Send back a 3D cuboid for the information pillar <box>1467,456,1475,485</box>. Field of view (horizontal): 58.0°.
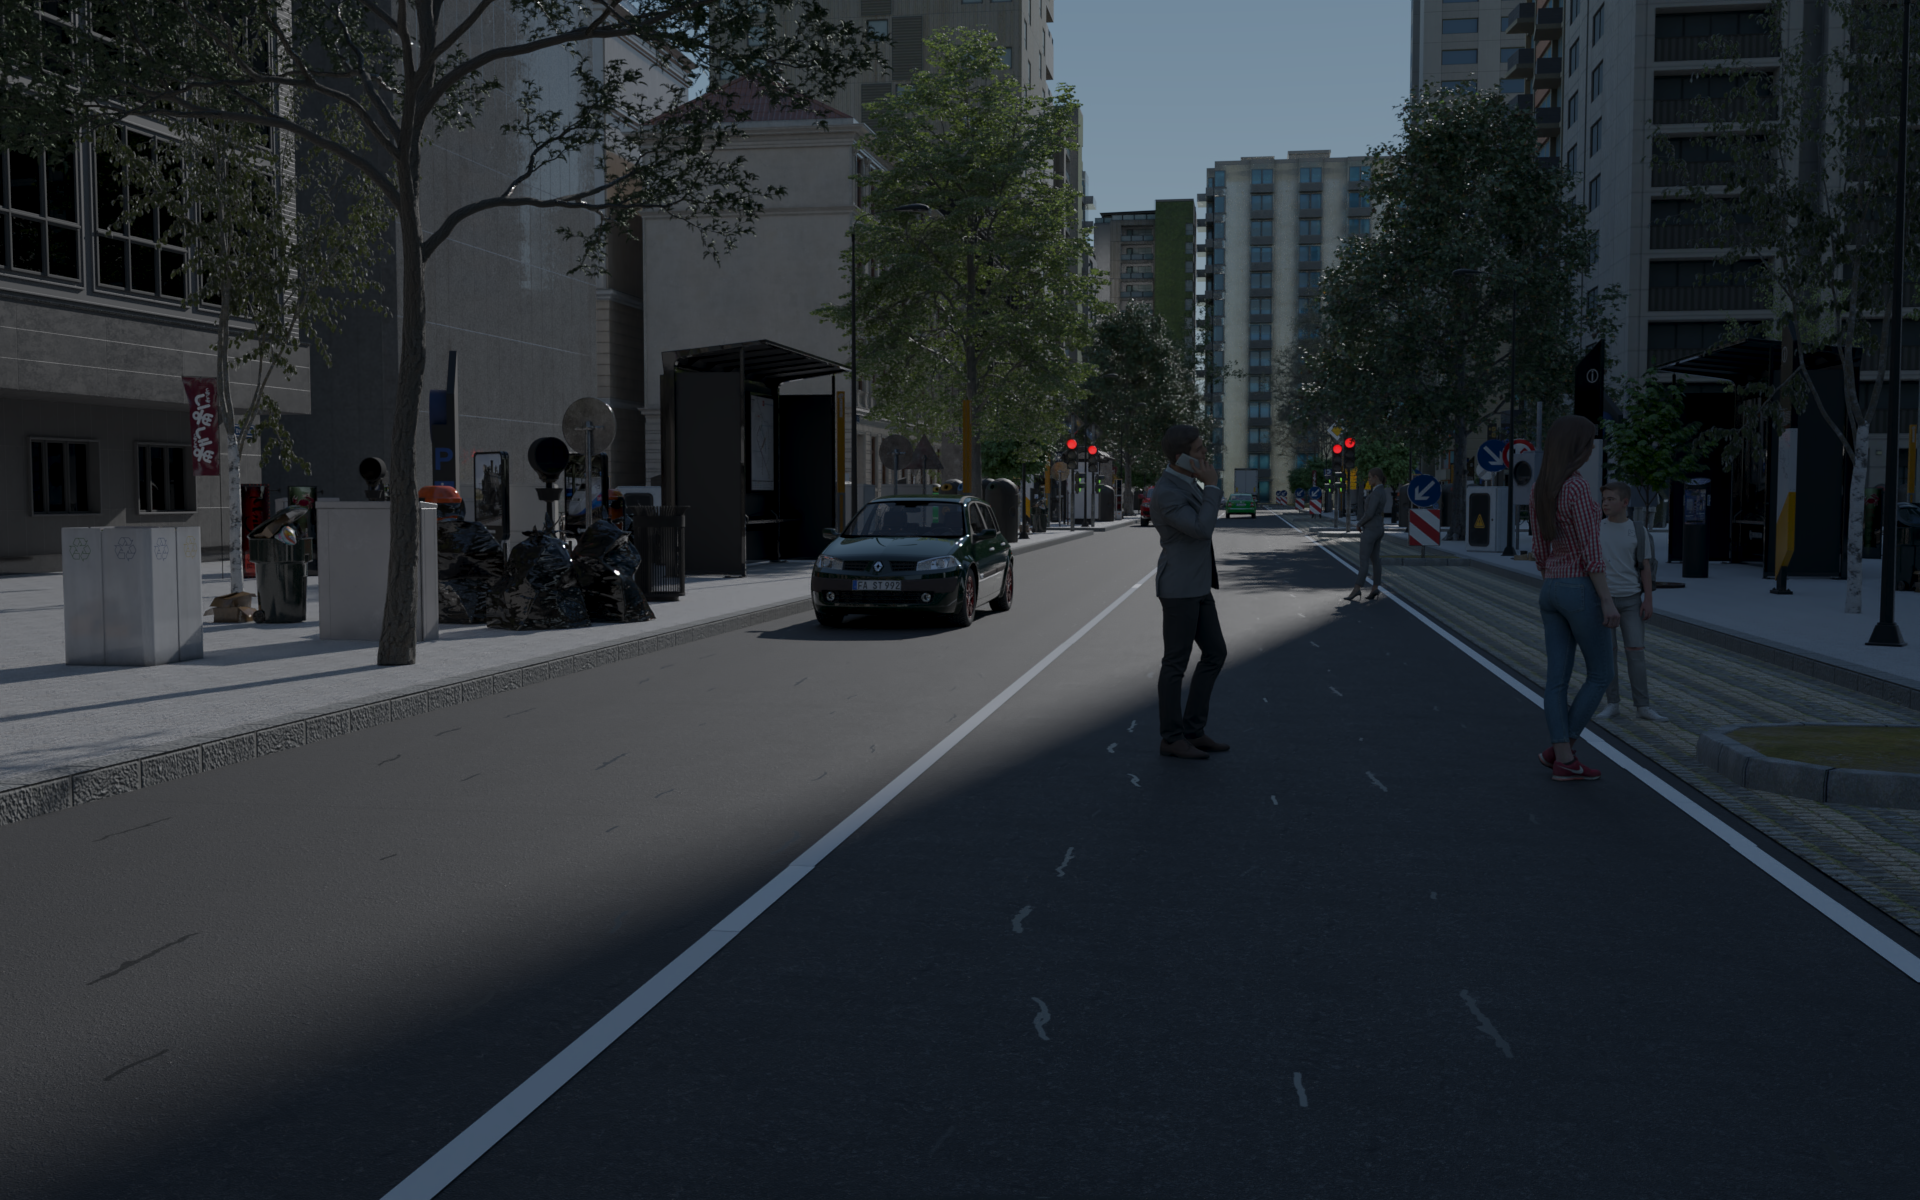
[{"bbox_3d":[31.377,-7.038,106.423,0.183,3.616,0.504,-3,5,-40],"label":"information pillar"}]

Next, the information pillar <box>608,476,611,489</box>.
[{"bbox_3d":[-14.579,-4.104,71.588,0.304,2.012,0.304,0,4,-3],"label":"information pillar"}]

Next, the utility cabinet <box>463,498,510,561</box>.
[{"bbox_3d":[-7.971,-1.065,28.567,1.020,1.237,0.306,0,3,0],"label":"utility cabinet"}]

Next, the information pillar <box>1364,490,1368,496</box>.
[{"bbox_3d":[32.554,-9.044,139.228,0.504,3.616,0.183,-1,4,-19],"label":"information pillar"}]

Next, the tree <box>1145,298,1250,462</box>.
[{"bbox_3d":[21.501,-19.018,166.836,12.611,20.169,13.585,0,3,0],"label":"tree"}]

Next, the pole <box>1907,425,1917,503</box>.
[{"bbox_3d":[27.992,-3.494,50.967,0.158,3.312,0.155,0,3,0],"label":"pole"}]

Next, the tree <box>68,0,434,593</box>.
[{"bbox_3d":[-8.930,-4.366,21.754,4.360,8.622,3.978,0,3,0],"label":"tree"}]

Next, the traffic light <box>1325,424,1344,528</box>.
[{"bbox_3d":[14.271,-4.696,65.700,0.839,4.253,0.868,1,4,9],"label":"traffic light"}]

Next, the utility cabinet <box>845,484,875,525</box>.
[{"bbox_3d":[-2.229,-1.766,37.555,0.318,1.500,1.173,-2,4,-31],"label":"utility cabinet"}]

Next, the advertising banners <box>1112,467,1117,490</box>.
[{"bbox_3d":[8.918,-6.919,109.314,2.074,3.025,0.090,1,4,16],"label":"advertising banners"}]

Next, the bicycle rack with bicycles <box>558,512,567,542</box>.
[{"bbox_3d":[-9.000,-1.761,42.175,2.852,0.926,2.925,-1,4,-17],"label":"bicycle rack with bicycles"}]

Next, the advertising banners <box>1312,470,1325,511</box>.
[{"bbox_3d":[26.186,-7.925,125.768,0.090,3.025,2.074,-2,4,-25],"label":"advertising banners"}]

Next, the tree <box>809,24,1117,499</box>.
[{"bbox_3d":[0.102,-7.638,43.012,7.486,12.596,7.792,0,3,0],"label":"tree"}]

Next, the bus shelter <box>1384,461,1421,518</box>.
[{"bbox_3d":[23.127,-5.999,92.000,2.014,3.302,5.546,1,4,9],"label":"bus shelter"}]

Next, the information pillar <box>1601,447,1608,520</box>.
[{"bbox_3d":[9.992,-1.393,27.274,0.304,2.012,0.304,3,5,39],"label":"information pillar"}]

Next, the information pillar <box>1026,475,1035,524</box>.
[{"bbox_3d":[2.878,-4.976,72.719,0.504,3.616,0.183,2,4,27],"label":"information pillar"}]

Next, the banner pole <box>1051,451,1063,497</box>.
[{"bbox_3d":[4.921,-6.047,88.887,0.863,3.779,0.401,2,4,34],"label":"banner pole"}]

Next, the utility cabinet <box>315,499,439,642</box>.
[{"bbox_3d":[-5.128,-0.251,15.269,1.020,1.237,0.306,1,4,13],"label":"utility cabinet"}]

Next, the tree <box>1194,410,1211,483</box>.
[{"bbox_3d":[23.438,-16.367,185.728,7.486,12.596,7.792,0,3,0],"label":"tree"}]

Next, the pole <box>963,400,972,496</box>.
[{"bbox_3d":[0.156,-2.680,37.657,0.158,3.312,0.155,0,3,0],"label":"pole"}]

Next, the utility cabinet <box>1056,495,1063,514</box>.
[{"bbox_3d":[4.794,-4.358,82.412,0.306,1.237,1.020,1,4,13],"label":"utility cabinet"}]

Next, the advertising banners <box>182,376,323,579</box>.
[{"bbox_3d":[-10.730,-1.845,26.355,2.074,3.025,0.090,-3,5,-42],"label":"advertising banners"}]

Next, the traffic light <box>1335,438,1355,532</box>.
[{"bbox_3d":[12.966,-4.214,57.822,0.839,4.253,0.868,1,4,9],"label":"traffic light"}]

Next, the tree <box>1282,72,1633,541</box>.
[{"bbox_3d":[13.703,-7.982,47.507,9.611,12.733,9.660,0,3,0],"label":"tree"}]

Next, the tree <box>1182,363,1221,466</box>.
[{"bbox_3d":[15.872,-13.978,138.908,12.009,13.543,11.850,0,3,0],"label":"tree"}]

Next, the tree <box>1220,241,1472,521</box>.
[{"bbox_3d":[19.301,-10.529,82.513,12.009,13.543,11.850,0,3,0],"label":"tree"}]

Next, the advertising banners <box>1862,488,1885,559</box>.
[{"bbox_3d":[17.588,-2.360,34.774,0.090,3.025,2.074,-2,4,-34],"label":"advertising banners"}]

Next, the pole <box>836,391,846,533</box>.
[{"bbox_3d":[-2.367,-2.481,34.407,0.158,3.312,0.155,0,3,0],"label":"pole"}]

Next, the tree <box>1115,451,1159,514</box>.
[{"bbox_3d":[11.669,-7.871,112.412,4.285,4.588,4.351,0,3,0],"label":"tree"}]

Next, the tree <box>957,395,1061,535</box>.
[{"bbox_3d":[1.517,-4.337,54.626,4.285,4.588,4.351,0,3,0],"label":"tree"}]

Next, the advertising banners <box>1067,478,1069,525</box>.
[{"bbox_3d":[4.445,-4.596,71.338,0.090,3.025,2.074,0,4,5],"label":"advertising banners"}]

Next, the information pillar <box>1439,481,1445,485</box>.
[{"bbox_3d":[26.587,-5.584,95.792,0.304,2.012,0.304,-3,5,-41],"label":"information pillar"}]

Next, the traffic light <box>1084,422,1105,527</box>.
[{"bbox_3d":[5.181,-4.787,67.184,0.839,4.253,0.868,1,4,9],"label":"traffic light"}]

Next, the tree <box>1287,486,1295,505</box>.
[{"bbox_3d":[41.144,-13.345,212.785,1.663,3.219,1.824,0,3,0],"label":"tree"}]

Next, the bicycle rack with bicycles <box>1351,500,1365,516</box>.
[{"bbox_3d":[23.566,-5.285,99.795,2.852,0.926,2.925,-3,5,-44],"label":"bicycle rack with bicycles"}]

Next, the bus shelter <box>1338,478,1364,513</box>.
[{"bbox_3d":[25.618,-7.339,113.921,2.014,3.302,5.546,1,4,9],"label":"bus shelter"}]

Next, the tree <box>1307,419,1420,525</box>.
[{"bbox_3d":[17.523,-5.374,71.587,4.285,4.588,4.351,0,3,0],"label":"tree"}]

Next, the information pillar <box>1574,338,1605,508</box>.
[{"bbox_3d":[9.558,-2.140,26.343,0.183,3.616,0.504,-2,4,-32],"label":"information pillar"}]

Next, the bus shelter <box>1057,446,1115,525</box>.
[{"bbox_3d":[5.502,-4.965,75.098,2.014,3.302,5.546,1,4,9],"label":"bus shelter"}]

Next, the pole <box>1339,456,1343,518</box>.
[{"bbox_3d":[20.508,-6.078,93.216,0.158,3.312,0.155,0,3,0],"label":"pole"}]

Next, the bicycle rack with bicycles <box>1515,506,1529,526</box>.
[{"bbox_3d":[22.330,-3.533,71.143,2.925,0.926,2.852,-1,4,-11],"label":"bicycle rack with bicycles"}]

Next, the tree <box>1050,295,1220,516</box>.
[{"bbox_3d":[9.657,-11.207,100.244,9.611,12.733,9.660,0,3,0],"label":"tree"}]

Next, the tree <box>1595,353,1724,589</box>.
[{"bbox_3d":[9.634,-1.791,23.890,1.663,3.219,1.824,0,3,0],"label":"tree"}]

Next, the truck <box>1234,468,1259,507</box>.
[{"bbox_3d":[31.892,-12.479,192.947,2.839,4.237,11.283,1,4,10],"label":"truck"}]

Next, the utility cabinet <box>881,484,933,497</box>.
[{"bbox_3d":[-1.174,-1.824,38.501,1.173,1.500,0.318,2,4,31],"label":"utility cabinet"}]

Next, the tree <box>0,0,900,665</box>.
[{"bbox_3d":[-3.910,-4.795,12.810,7.601,10.594,8.767,-1,4,-17],"label":"tree"}]

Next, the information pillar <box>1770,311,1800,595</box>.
[{"bbox_3d":[10.535,-1.878,22.055,0.183,3.616,0.504,1,4,9],"label":"information pillar"}]

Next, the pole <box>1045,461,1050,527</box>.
[{"bbox_3d":[3.400,-4.488,67.214,0.158,3.312,0.155,0,3,0],"label":"pole"}]

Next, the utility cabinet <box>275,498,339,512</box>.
[{"bbox_3d":[-11.088,-1.119,29.453,0.306,1.237,1.020,3,5,40],"label":"utility cabinet"}]

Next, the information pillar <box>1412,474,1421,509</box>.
[{"bbox_3d":[16.951,-3.660,64.325,0.304,2.012,0.304,2,4,27],"label":"information pillar"}]

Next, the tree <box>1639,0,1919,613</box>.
[{"bbox_3d":[9.659,-4.177,18.654,4.360,8.622,3.978,0,3,0],"label":"tree"}]

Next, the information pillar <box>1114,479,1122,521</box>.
[{"bbox_3d":[7.687,-4.871,84.140,0.304,2.012,0.304,-1,4,-12],"label":"information pillar"}]

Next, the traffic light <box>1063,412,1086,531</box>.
[{"bbox_3d":[3.875,-4.305,59.306,0.839,4.253,0.868,1,4,9],"label":"traffic light"}]

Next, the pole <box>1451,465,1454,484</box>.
[{"bbox_3d":[34.563,-7.813,121.591,0.158,3.312,0.155,0,3,0],"label":"pole"}]

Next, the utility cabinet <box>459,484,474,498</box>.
[{"bbox_3d":[-10.496,-1.734,37.037,1.173,1.500,0.318,2,4,29],"label":"utility cabinet"}]

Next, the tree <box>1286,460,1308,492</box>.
[{"bbox_3d":[27.453,-9.055,131.770,4.285,4.588,4.351,0,3,0],"label":"tree"}]

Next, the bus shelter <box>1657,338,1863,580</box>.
[{"bbox_3d":[13.129,-2.305,28.964,1.731,3.624,6.357,1,4,9],"label":"bus shelter"}]

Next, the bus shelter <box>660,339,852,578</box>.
[{"bbox_3d":[-3.303,-2.337,29.495,1.731,3.624,6.357,1,4,9],"label":"bus shelter"}]

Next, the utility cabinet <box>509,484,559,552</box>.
[{"bbox_3d":[-9.305,-1.762,37.481,1.173,1.500,0.318,0,4,2],"label":"utility cabinet"}]
